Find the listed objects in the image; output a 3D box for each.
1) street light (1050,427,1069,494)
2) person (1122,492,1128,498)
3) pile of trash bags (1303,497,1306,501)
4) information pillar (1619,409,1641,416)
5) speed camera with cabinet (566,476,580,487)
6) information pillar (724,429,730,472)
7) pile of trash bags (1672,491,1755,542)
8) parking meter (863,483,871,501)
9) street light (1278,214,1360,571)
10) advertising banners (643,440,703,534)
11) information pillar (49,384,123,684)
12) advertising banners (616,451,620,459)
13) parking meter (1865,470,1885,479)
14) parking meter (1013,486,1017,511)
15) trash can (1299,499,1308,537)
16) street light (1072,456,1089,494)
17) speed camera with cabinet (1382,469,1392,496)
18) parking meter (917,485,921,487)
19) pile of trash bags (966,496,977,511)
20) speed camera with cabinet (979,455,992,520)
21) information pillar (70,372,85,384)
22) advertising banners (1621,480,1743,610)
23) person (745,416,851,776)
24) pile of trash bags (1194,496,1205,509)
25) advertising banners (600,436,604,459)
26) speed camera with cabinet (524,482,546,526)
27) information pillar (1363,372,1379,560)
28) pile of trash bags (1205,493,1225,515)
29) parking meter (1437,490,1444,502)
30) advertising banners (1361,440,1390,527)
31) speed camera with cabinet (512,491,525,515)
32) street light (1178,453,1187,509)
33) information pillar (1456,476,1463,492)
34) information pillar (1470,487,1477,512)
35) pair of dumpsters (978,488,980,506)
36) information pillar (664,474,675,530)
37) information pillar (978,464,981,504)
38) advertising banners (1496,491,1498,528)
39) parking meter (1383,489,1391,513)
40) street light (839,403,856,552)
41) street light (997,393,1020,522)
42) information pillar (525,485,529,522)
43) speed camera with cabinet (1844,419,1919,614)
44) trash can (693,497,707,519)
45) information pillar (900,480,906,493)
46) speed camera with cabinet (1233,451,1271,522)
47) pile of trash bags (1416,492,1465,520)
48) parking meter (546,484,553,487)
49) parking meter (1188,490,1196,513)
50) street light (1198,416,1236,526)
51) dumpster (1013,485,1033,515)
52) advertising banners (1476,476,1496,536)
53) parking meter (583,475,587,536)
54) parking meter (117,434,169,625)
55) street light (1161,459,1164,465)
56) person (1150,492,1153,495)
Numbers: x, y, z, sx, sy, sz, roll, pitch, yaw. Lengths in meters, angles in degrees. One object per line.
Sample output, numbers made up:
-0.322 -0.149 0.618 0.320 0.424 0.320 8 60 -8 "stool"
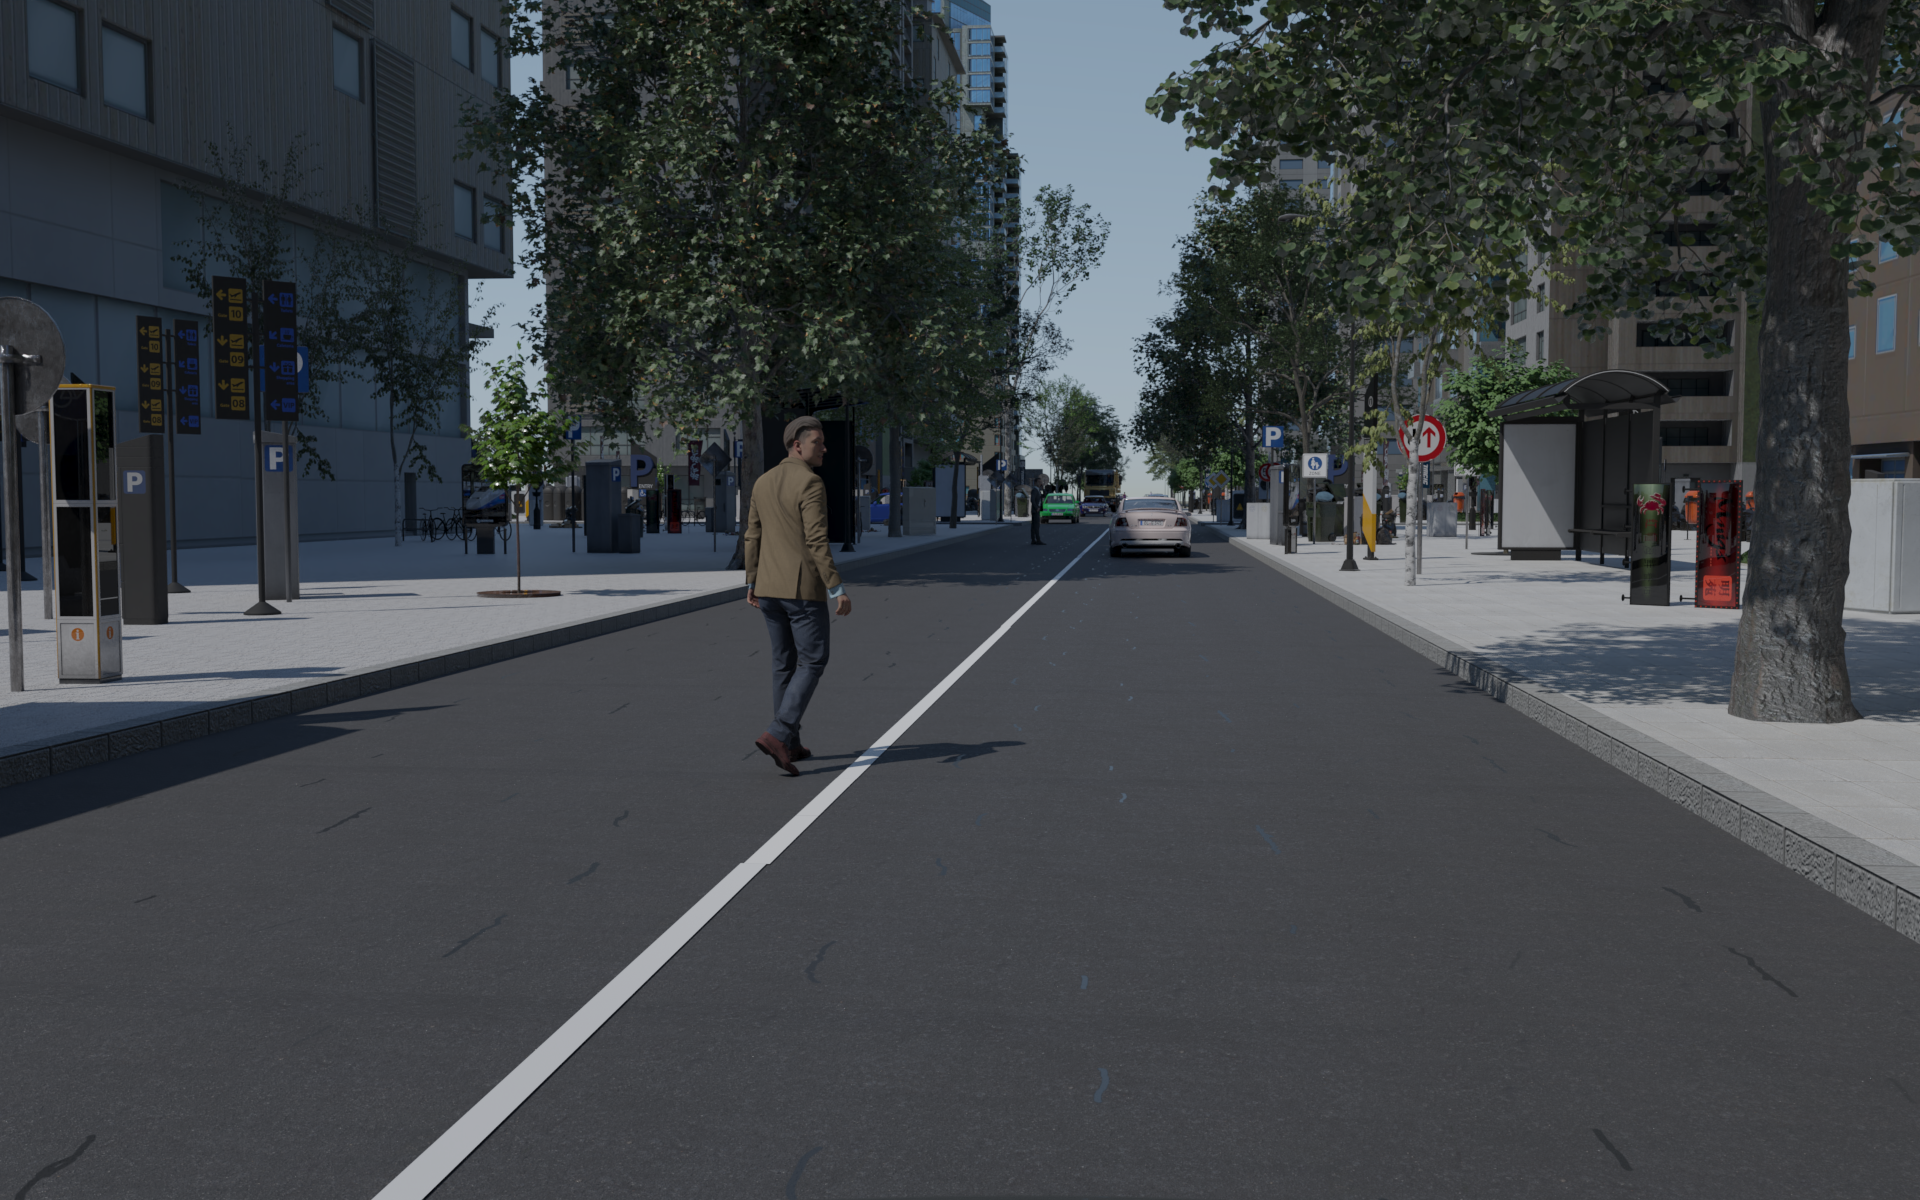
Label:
6.861 -9.051 120.519 1.470 5.913 1.316 0 4 6 "street light"
23.156 -14.293 242.871 1.217 1.739 0.721 -3 5 -40 "person"
28.928 -8.482 148.436 3.447 1.369 1.912 1 4 21 "pile of trash bags"
15.124 -2.923 39.143 0.504 3.616 0.183 2 4 24 "information pillar"
-19.000 -5.739 88.175 2.038 3.252 0.660 -1 4 -16 "speed camera with cabinet"
-8.366 -4.331 62.174 0.183 3.616 0.504 -2 4 -25 "information pillar"
21.187 -2.296 47.298 1.912 1.369 3.447 -2 4 -25 "pile of trash bags"
-4.853 -5.192 90.595 0.399 1.863 0.255 1 4 8 "parking meter"
5.976 -3.443 28.839 1.470 5.913 1.316 0 4 6 "street light"
-9.296 -3.670 56.187 2.074 3.025 0.090 1 4 13 "advertising banners"
-5.936 -0.445 11.770 0.304 2.012 0.304 0 4 3 "information pillar"
-14.132 -4.546 70.512 0.090 3.025 2.074 -2 4 -27 "advertising banners"
22.014 -2.201 41.704 0.255 1.863 0.399 -2 4 -24 "parking meter"
3.677 -6.504 112.047 0.399 1.863 0.255 3 5 43 "parking meter"
10.471 -2.459 51.858 0.748 1.137 0.748 0 3 0 "trash can"
10.623 -11.185 155.411 1.470 5.913 1.316 0 4 6 "street light"
33.733 -8.877 139.477 2.038 3.252 0.660 2 4 30 "speed camera with cabinet"
-2.788 -6.781 116.585 0.255 1.863 0.399 0 4 8 "parking meter"
1.397 -7.604 134.074 1.912 1.369 3.447 3 5 44 "pile of trash bags"
1.298 -5.638 86.510 0.660 3.252 2.038 0 4 -2 "speed camera with cabinet"
-16.929 -2.580 33.542 0.183 3.616 0.504 3 4 39 "information pillar"
8.455 -1.415 19.324 2.074 3.025 0.090 3 5 43 "advertising banners"
-0.855 -0.039 9.043 0.656 1.842 0.836 1 4 13 "person"
20.573 -8.224 144.208 1.912 1.369 3.447 0 4 -4 "pile of trash bags"
-10.762 -3.371 51.309 0.090 3.025 2.074 0 4 2 "advertising banners"
-17.194 -4.638 70.164 0.660 3.252 2.038 -1 4 -14 "speed camera with cabinet"
7.969 -2.586 33.629 0.183 3.616 0.504 -1 4 -9 "information pillar"
16.123 -5.824 104.969 1.912 1.369 3.447 0 4 2 "pile of trash bags"
27.560 -5.560 99.322 0.372 1.533 0.369 0 3 0 "parking meter"
13.446 -3.648 55.838 0.090 3.025 2.074 2 4 35 "advertising banners"
-25.837 -6.702 103.919 2.038 3.252 0.660 0 4 -7 "speed camera with cabinet"
14.875 -8.471 111.045 1.470 5.913 1.316 0 4 6 "street light"
27.675 -6.397 95.939 0.504 3.616 0.183 -3 5 -42 "information pillar"
33.859 -6.706 114.132 0.304 2.012 0.304 -1 4 -14 "information pillar"
2.101 -7.329 122.320 1.574 2.255 4.437 0 4 6 "pair of dumpsters"
-10.434 -3.531 62.218 0.304 2.012 0.304 -2 4 -27 "information pillar"
1.570 -8.346 127.819 0.504 3.616 0.183 -2 4 -31 "information pillar"
19.651 -4.057 62.518 0.090 3.025 2.074 -2 4 -28 "advertising banners"
22.169 -4.988 89.968 0.372 1.533 0.369 0 3 0 "parking meter"
-1.953 -4.015 38.181 1.470 5.913 1.316 0 4 6 "street light"
2.409 -6.529 79.294 1.470 5.913 1.316 0 4 6 "street light"
-20.106 -5.477 80.911 0.504 3.616 0.183 1 4 21 "information pillar"
9.962 -1.531 19.360 0.660 3.252 2.038 -1 4 -12 "speed camera with cabinet"
-13.446 -4.768 89.607 0.748 1.137 0.748 0 3 0 "trash can"
-2.973 -5.175 89.102 0.304 2.012 0.304 2 4 23 "information pillar"
13.647 -5.270 80.503 2.038 3.252 0.660 2 4 30 "speed camera with cabinet"
23.304 -4.508 83.460 1.912 1.369 3.447 -1 4 -15 "pile of trash bags"
-28.297 -6.957 119.454 0.255 1.863 0.399 1 4 11 "parking meter"
15.806 -6.735 118.531 0.372 1.533 0.369 0 3 0 "parking meter"
10.443 -5.963 70.040 1.470 5.913 1.316 0 4 6 "street light"
3.972 -6.250 107.945 1.264 1.857 1.865 0 4 6 "dumpster"
15.938 -3.459 52.743 0.090 3.025 2.074 2 4 30 "advertising banners"
-11.343 -2.905 53.213 0.255 1.863 0.399 3 5 43 "parking meter"
-8.046 -0.692 17.028 0.399 1.863 0.255 0 4 5 "parking meter"
27.464 -15.705 229.313 1.470 5.913 1.316 0 4 6 "street light"
30.492 -16.424 276.903 0.709 1.838 0.599 -2 4 -33 "person"
